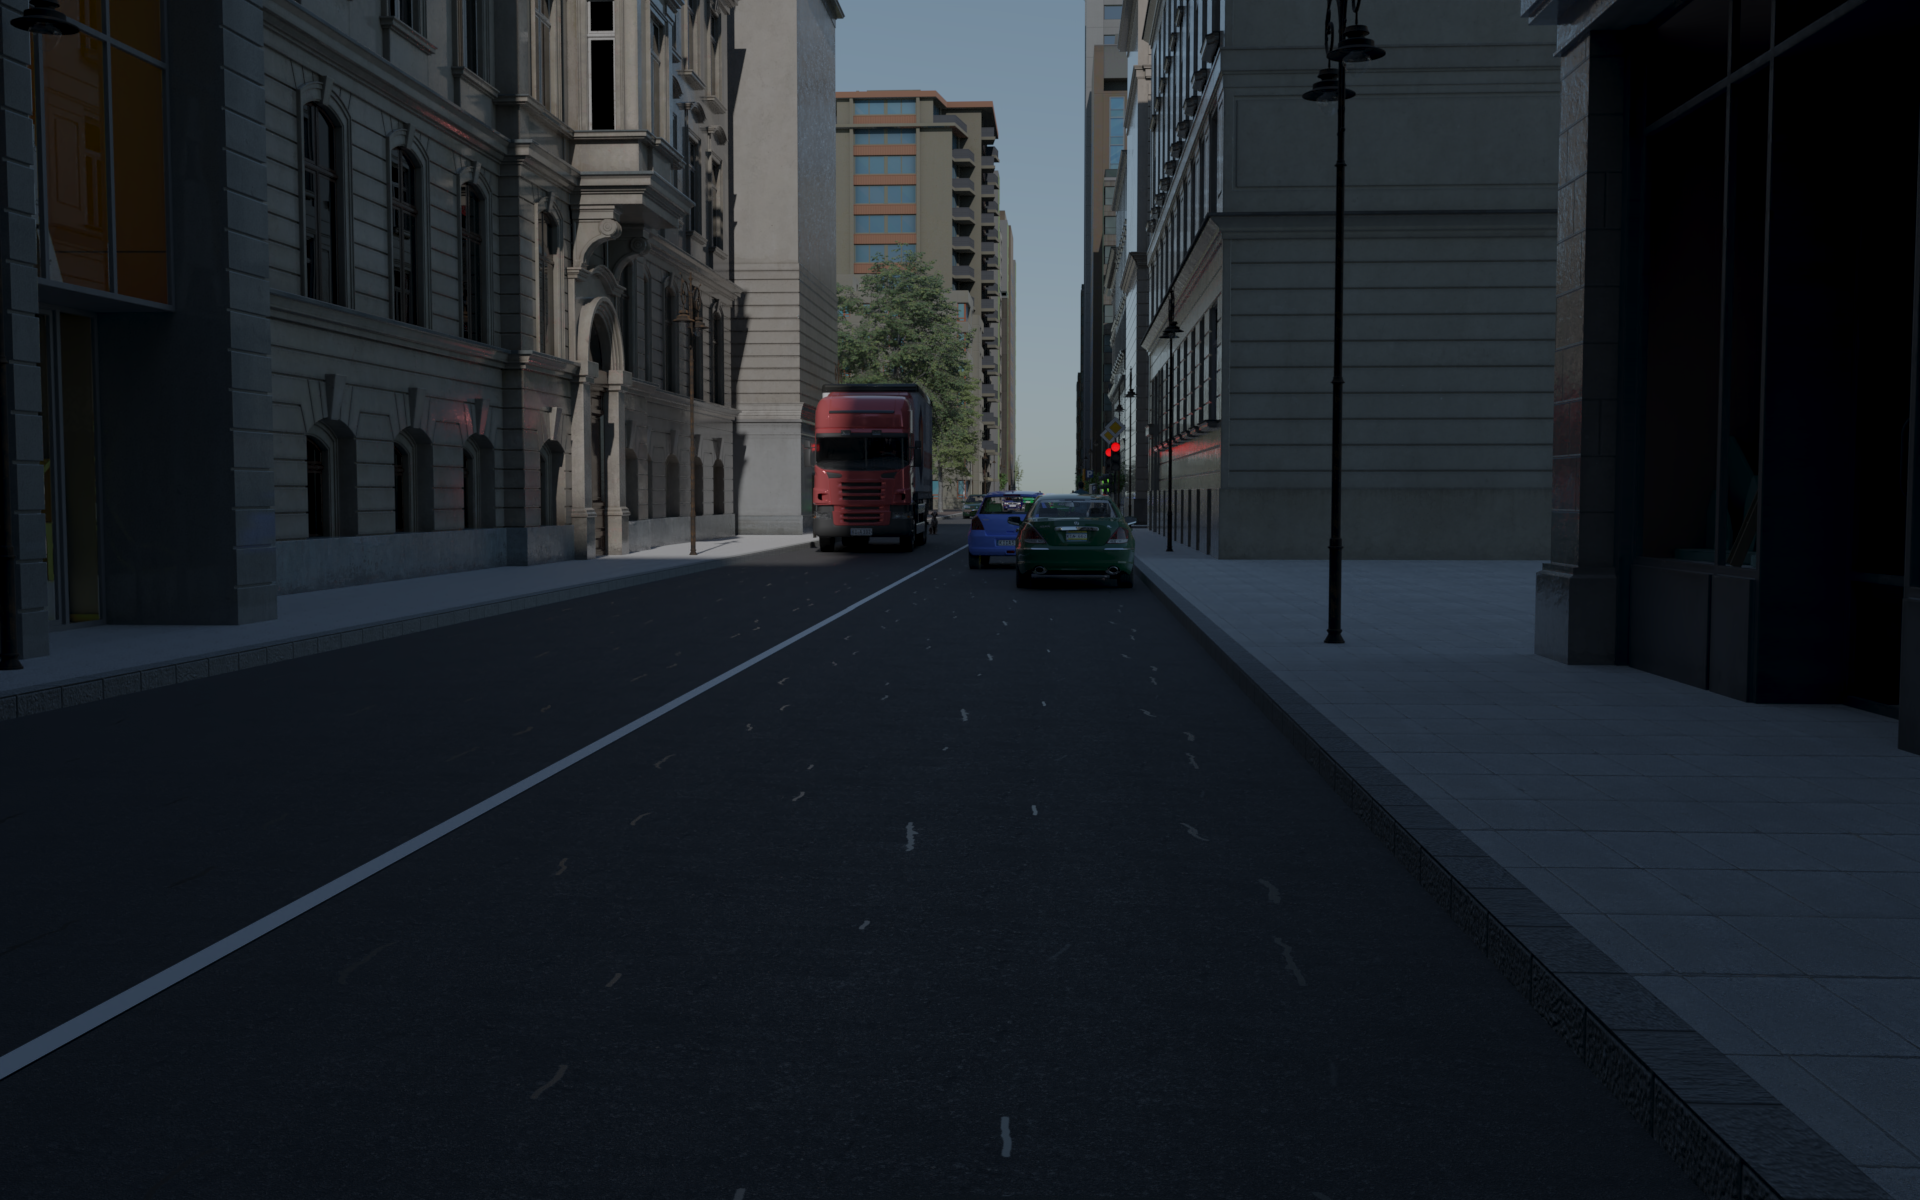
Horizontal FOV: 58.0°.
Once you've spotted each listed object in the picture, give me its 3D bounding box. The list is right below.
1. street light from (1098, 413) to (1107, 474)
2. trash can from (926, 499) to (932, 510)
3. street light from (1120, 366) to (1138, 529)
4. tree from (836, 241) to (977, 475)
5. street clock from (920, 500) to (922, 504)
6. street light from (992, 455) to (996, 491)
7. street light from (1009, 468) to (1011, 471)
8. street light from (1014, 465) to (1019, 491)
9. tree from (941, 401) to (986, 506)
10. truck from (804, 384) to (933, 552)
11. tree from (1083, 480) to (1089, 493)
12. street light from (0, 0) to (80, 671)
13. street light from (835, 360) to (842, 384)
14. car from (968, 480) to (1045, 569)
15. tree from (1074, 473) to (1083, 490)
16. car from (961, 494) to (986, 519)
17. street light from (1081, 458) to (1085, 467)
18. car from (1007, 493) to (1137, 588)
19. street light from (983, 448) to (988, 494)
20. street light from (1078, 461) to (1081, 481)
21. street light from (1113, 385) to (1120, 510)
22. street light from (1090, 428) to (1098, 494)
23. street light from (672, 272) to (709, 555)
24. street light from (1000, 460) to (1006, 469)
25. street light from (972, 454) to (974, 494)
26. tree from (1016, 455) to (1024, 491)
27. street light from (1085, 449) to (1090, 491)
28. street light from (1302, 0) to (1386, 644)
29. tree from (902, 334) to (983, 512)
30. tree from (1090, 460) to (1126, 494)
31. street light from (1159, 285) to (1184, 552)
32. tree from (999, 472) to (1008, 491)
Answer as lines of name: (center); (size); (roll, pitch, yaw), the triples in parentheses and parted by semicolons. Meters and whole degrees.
street light: (8.170, -7.610, 97.210); (0.468, 5.910, 1.993); (0, 4, 3)
trash can: (-2.465, -7.843, 139.892); (0.748, 1.137, 0.748); (0, 3, 0)
street light: (6.156, -5.492, 62.578); (0.468, 5.910, 1.993); (0, 4, 3)
tree: (-3.668, -11.155, 89.043); (9.857, 13.997, 8.962); (0, 3, 0)
street clock: (-2.479, -6.562, 111.858); (0.471, 2.002, 0.358); (2, 4, 25)
street light: (3.862, -13.640, 195.796); (0.468, 5.910, 1.993); (0, 4, 3)
street light: (7.378, -17.255, 254.898); (0.468, 5.910, 1.993); (0, 4, 3)
street light: (8.771, -18.706, 278.633); (0.468, 5.910, 1.993); (0, 4, 3)
tree: (0.214, -11.386, 136.526); (4.360, 8.622, 3.978); (0, 3, 0)
truck: (-2.211, -3.511, 46.325); (2.839, 4.237, 11.283); (0, 4, 2)
tree: (11.439, -9.351, 147.486); (1.663, 3.219, 1.824); (0, 3, 0)
street light: (-6.956, -2.429, 12.498); (0.468, 5.910, 1.993); (0, 4, 3)
street light: (-4.192, -5.332, 59.968); (0.468, 5.910, 1.993); (0, 4, 3)
car: (1.120, -1.517, 34.400); (1.945, 1.707, 3.694); (0, 4, 5)
tree: (16.546, -15.008, 229.096); (4.285, 4.588, 4.351); (0, 3, 0)
car: (1.099, -5.573, 100.905); (2.009, 1.686, 4.222); (0, 4, 4)
street light: (12.608, -12.290, 173.723); (0.468, 5.910, 1.993); (0, 4, 3)
car: (1.818, -0.985, 27.910); (2.131, 1.459, 4.920); (0, 4, 2)
street light: (2.509, -12.178, 171.896); (0.468, 5.910, 1.993); (0, 4, 3)
street light: (14.074, -13.773, 197.968); (0.468, 5.910, 1.993); (0, 4, 3)
street light: (6.744, -6.158, 73.477); (0.468, 5.910, 1.993); (0, 4, 3)
street light: (9.529, -9.086, 121.340); (0.468, 5.910, 1.993); (0, 4, 3)
street light: (-5.607, -3.881, 36.235); (0.468, 5.910, 1.993); (0, 4, 3)
street light: (5.891, -15.803, 231.169); (0.468, 5.910, 1.993); (0, 4, 3)
street light: (1.089, -10.726, 148.163); (0.468, 5.910, 1.993); (0, 4, 3)
tree: (9.566, -21.767, 306.254); (4.737, 8.622, 4.395); (0, 3, 0)
street light: (11.251, -10.825, 149.778); (0.468, 5.910, 1.993); (0, 4, 3)
street light: (3.228, -2.567, 14.756); (0.468, 5.910, 1.993); (0, 4, 3)
tree: (-1.675, -12.443, 121.563); (7.486, 12.596, 7.792); (0, 3, 0)
tree: (7.615, -5.564, 85.573); (1.663, 3.219, 1.824); (0, 3, 0)
street light: (4.679, -4.018, 38.487); (0.468, 5.910, 1.993); (0, 4, 3)
tree: (4.626, -14.701, 224.071); (4.285, 4.588, 4.351); (0, 3, 0)
